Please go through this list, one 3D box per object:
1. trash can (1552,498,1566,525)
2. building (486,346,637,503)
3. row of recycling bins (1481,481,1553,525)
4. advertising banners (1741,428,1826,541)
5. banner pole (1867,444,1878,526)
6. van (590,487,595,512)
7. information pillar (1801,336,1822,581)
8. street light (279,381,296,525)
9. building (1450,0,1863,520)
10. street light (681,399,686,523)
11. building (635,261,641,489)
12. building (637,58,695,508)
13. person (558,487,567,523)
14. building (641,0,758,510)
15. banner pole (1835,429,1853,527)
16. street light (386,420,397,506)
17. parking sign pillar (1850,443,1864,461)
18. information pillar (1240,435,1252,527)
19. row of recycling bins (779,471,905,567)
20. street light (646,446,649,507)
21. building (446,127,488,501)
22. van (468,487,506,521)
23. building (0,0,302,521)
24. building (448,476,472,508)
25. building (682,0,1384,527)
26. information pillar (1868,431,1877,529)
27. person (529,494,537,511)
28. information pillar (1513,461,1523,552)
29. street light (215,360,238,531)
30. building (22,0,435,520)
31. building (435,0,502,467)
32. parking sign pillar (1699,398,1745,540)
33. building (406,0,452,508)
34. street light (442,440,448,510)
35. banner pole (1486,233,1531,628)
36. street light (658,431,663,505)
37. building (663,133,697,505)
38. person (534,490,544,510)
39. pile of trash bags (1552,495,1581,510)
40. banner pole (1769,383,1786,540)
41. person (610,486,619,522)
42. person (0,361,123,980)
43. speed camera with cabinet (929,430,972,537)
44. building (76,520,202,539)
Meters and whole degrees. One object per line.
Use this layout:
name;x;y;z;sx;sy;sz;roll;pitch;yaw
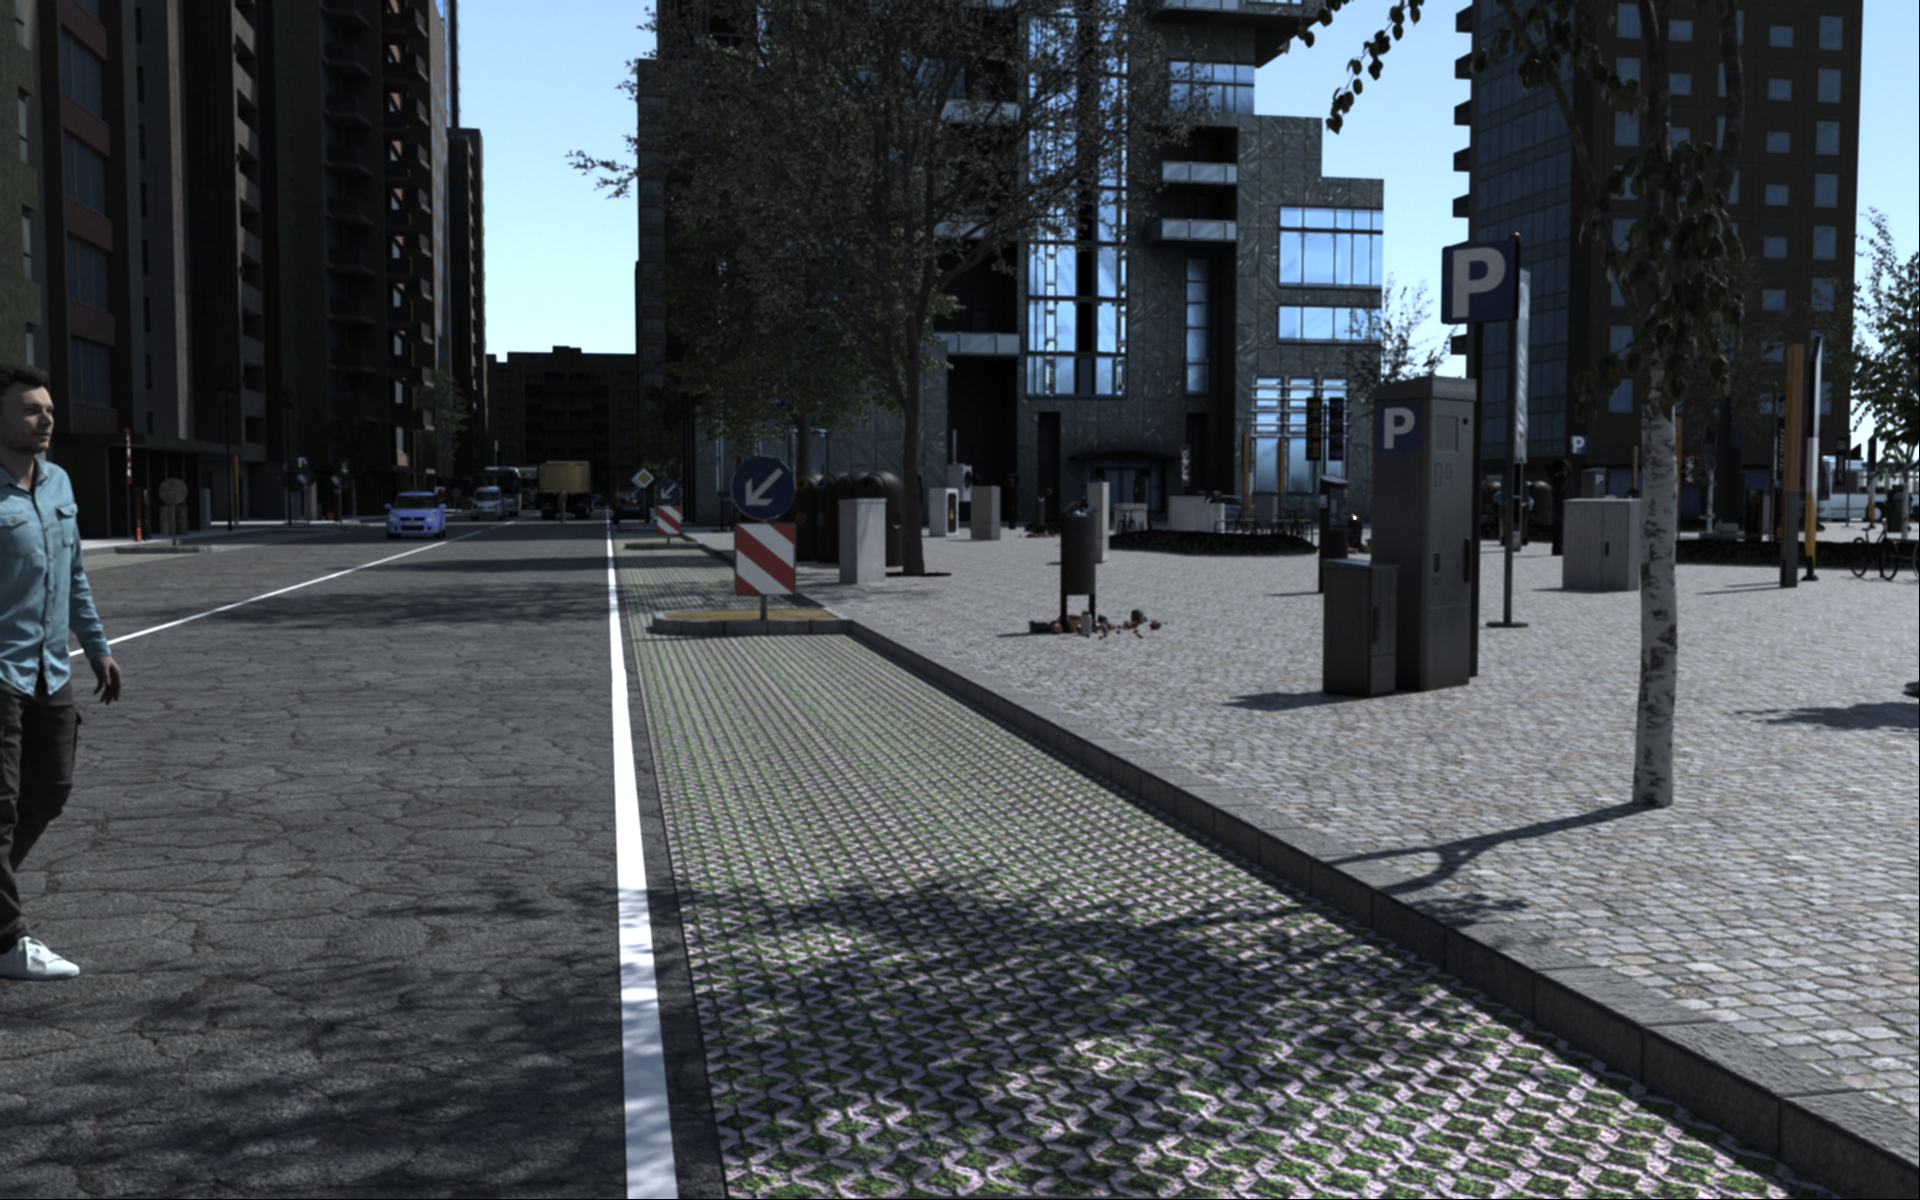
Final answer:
trash can;22.259;-3.248;64.755;0.748;1.137;0.748;0;3;0
building;-54.556;-24.260;241.686;28.899;21.520;27.650;-1;4;-12
row of recycling bins;18.366;-3.060;57.152;1.069;1.692;3.534;-1;4;-13
advertising banners;22.270;-3.100;46.866;2.074;3.025;0.090;3;5;41
banner pole;36.483;-4.851;69.337;0.401;3.779;0.863;0;4;4
van;-31.104;-8.413;141.944;2.240;2.365;5.245;-1;4;-10
information pillar;12.580;-2.091;25.549;0.183;3.616;0.504;2;4;34
street light;-27.604;-6.018;71.181;0.468;5.910;1.993;-1;4;-12
building;35.333;-26.857;89.215;14.200;45.320;14.600;-1;4;-12
street light;-12.390;-6.415;77.672;0.468;5.910;1.993;-1;4;-12
building;-33.370;-27.188;216.226;14.160;30.474;14.107;-1;4;-12
building;-23.940;-29.605;167.642;14.154;41.232;14.086;-1;4;-12
person;-19.794;-4.720;85.949;0.520;1.790;0.573;1;4;15
building;-23.737;-45.638;184.441;20.563;71.187;20.611;-1;4;-12
banner pole;34.365;-4.730;67.351;0.401;3.779;0.863;-1;4;-21
street light;-34.731;-8.139;105.854;0.468;5.910;1.993;-1;4;-12
parking sign pillar;47.552;-6.363;92.501;1.447;3.967;1.447;-2;4;-26
information pillar;11.318;-4.713;68.407;0.504;3.616;0.183;-2;4;-32
row of recycling bins;-2.090;-1.520;31.961;1.069;1.692;3.534;-2;4;-31
street light;-26.520;-10.662;147.104;0.468;5.910;1.993;-1;4;-12
building;-58.878;-30.785;186.935;14.154;41.232;14.086;-1;4;-12
van;-25.975;-5.400;95.307;2.013;2.044;4.112;-1;4;-11
building;-40.339;-19.014;82.581;14.160;30.474;14.107;-1;4;-12
building;-64.366;-29.026;166.454;32.217;40.220;23.993;-1;4;-12
building;2.150;-47.082;82.458;31.000;86.520;22.319;-1;4;-12
information pillar;33.806;-4.453;64.164;0.183;3.616;0.504;1;4;12
person;-36.384;-8.304;147.497;0.421;1.427;0.697;3;5;42
information pillar;12.391;-2.094;38.734;0.304;2.012;0.304;1;4;11
street light;-25.315;-5.328;59.895;0.468;5.910;1.993;-1;4;-12
building;-46.216;-27.912;110.986;22.147;44.769;28.867;-1;4;-12
building;-71.153;-54.497;203.694;31.000;86.520;22.319;-1;4;-12
parking sign pillar;21.829;-3.716;49.226;1.447;3.967;1.447;1;4;15
building;-51.927;-30.536;149.377;14.600;45.320;14.200;-1;4;-12
street light;-41.839;-10.265;140.618;0.468;5.910;1.993;-1;4;-12
banner pole;5.434;-1.644;16.896;0.401;3.779;0.863;2;4;31
street light;-19.404;-8.541;112.429;0.468;5.910;1.993;-1;4;-12
building;-17.274;-22.677;142.467;14.160;30.474;14.107;-1;4;-12
person;-37.676;-8.975;155.379;1.348;1.807;0.705;0;4;-1
pile of trash bags;24.544;-3.785;71.633;3.447;1.369;1.912;3;4;38
banner pole;18.396;-2.992;38.938;0.401;3.779;0.863;0;4;-4
person;-17.249;-4.792;86.759;0.656;1.842;0.836;2;4;29
person;-2.909;0.200;5.247;0.620;1.820;0.660;1;4;9
speed camera with cabinet;-0.278;-3.565;52.616;0.660;3.252;2.038;1;4;23
building;-38.200;-24.123;49.037;28.867;44.769;22.147;-1;4;-12
